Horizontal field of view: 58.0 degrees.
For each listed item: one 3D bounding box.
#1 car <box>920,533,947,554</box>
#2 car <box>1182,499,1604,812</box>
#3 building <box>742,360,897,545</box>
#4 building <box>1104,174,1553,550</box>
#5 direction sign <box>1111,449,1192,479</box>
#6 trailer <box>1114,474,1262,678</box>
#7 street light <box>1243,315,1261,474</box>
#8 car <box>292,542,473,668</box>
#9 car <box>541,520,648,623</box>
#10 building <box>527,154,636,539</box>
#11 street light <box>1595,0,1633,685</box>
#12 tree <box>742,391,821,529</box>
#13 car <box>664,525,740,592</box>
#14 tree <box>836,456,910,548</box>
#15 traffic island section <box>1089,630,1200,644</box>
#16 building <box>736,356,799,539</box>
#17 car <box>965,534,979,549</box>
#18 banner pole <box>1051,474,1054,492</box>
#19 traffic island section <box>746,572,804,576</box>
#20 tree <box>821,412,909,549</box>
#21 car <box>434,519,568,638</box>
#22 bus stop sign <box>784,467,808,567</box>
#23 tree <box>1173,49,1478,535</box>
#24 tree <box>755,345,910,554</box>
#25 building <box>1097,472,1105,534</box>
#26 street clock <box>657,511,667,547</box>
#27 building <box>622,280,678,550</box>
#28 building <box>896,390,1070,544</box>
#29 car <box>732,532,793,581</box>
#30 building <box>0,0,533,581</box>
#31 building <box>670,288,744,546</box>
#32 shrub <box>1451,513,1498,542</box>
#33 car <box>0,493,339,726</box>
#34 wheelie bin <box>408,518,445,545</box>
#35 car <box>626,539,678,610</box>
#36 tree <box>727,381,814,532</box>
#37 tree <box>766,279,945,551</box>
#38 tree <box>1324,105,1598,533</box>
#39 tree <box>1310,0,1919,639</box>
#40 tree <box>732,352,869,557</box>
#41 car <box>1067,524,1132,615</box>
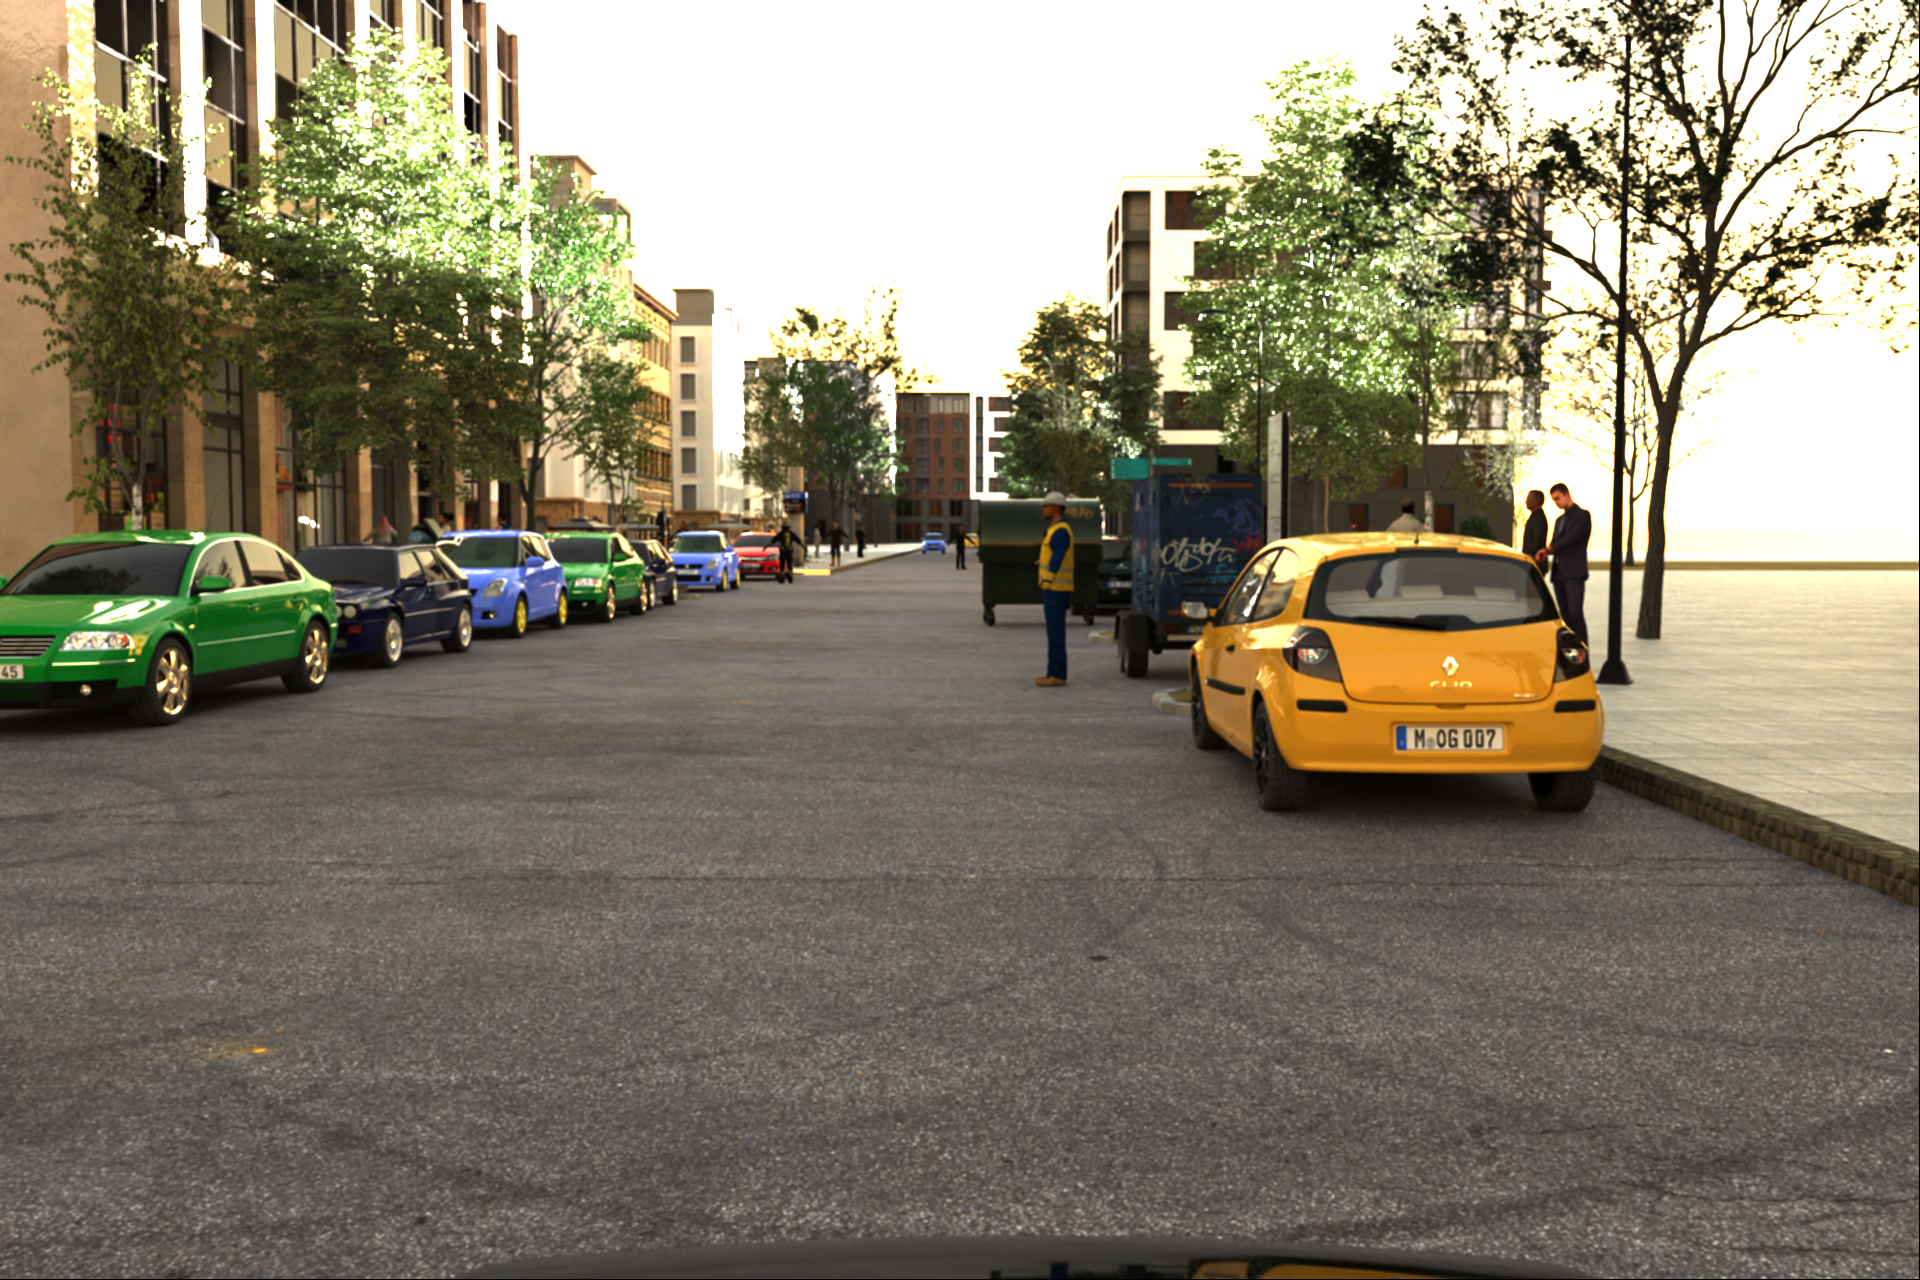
[{"bbox_3d":[-1.934,-7.226,127.741,1.945,1.707,3.694,0,4,1],"label":"car"},{"bbox_3d":[2.402,-0.009,10.364,2.015,1.641,3.980,0,4,0],"label":"car"},{"bbox_3d":[-22.820,-22.976,219.627,27.936,21.610,32.646,0,4,1],"label":"building"},{"bbox_3d":[23.406,-16.580,115.065,27.936,21.610,32.646,0,4,1],"label":"building"},{"bbox_3d":[5.998,-3.981,53.858,2.525,3.948,1.411,0,4,0],"label":"direction sign"},{"bbox_3d":[2.366,-0.689,18.308,1.471,1.999,3.904,0,3,0],"label":"trailer"},{"bbox_3d":[6.719,-3.870,35.814,1.470,5.913,1.316,0,4,1],"label":"street light"},{"bbox_3d":[-6.868,-0.436,19.710,1.945,1.354,3.894,0,4,1],"label":"car"},{"bbox_3d":[-6.485,-1.255,29.310,1.959,1.807,4.718,0,4,0],"label":"car"},{"bbox_3d":[-24.037,-14.150,87.777,16.016,20.090,11.380,0,4,1],"label":"building"},{"bbox_3d":[6.167,-2.579,14.711,1.470,5.913,1.316,0,4,1],"label":"street light"},{"bbox_3d":[-8.712,-8.470,88.847,4.360,8.622,3.978,0,3,0],"label":"tree"},{"bbox_3d":[-6.630,-2.103,43.971,1.945,1.707,3.694,0,4,1],"label":"car"},{"bbox_3d":[-8.224,-13.928,162.134,7.601,10.594,8.767,0,4,-2],"label":"tree"},{"bbox_3d":[2.743,-0.028,23.321,1.991,0.108,1.994,0,4,1],"label":"traffic island section"},{"bbox_3d":[-23.194,-20.133,185.598,16.016,20.090,11.380,0,4,1],"label":"building"},{"bbox_3d":[0.985,-9.248,161.432,2.015,1.641,3.980,0,4,0],"label":"car"},{"bbox_3d":[3.815,-4.980,71.440,0.401,3.779,0.863,0,4,0],"label":"banner pole"},{"bbox_3d":[-6.475,-2.298,60.438,1.991,0.108,1.994,0,4,1],"label":"traffic island section"},{"bbox_3d":[-8.156,-13.469,145.979,9.928,11.665,9.643,0,3,0],"label":"tree"},{"bbox_3d":[-6.846,-0.938,24.933,1.945,1.707,3.694,0,4,1],"label":"car"},{"bbox_3d":[-6.415,-4.815,67.747,0.837,3.901,0.837,0,4,0],"label":"bus stop sign"},{"bbox_3d":[8.770,-7.549,41.554,7.486,12.596,7.792,0,3,0],"label":"tree"},{"bbox_3d":[-8.075,-12.314,111.708,12.009,13.543,11.850,0,3,0],"label":"tree"},{"bbox_3d":[22.083,-16.448,211.069,9.099,9.664,28.070,0,4,1],"label":"building"},{"bbox_3d":[-9.517,-3.108,55.384,0.358,2.002,0.471,0,4,1],"label":"street clock"},{"bbox_3d":[-29.116,-17.091,110.369,19.493,23.208,18.063,0,3,0],"label":"building"},{"bbox_3d":[-0.951,-25.145,257.553,32.646,21.610,27.936,0,4,-1],"label":"building"},{"bbox_3d":[-6.321,-2.790,54.657,2.155,1.783,4.494,0,4,0],"label":"car"},{"bbox_3d":[-29.056,-17.541,53.018,22.709,31.103,35.509,0,4,1],"label":"building"},{"bbox_3d":[-23.660,-17.006,134.464,16.016,20.090,11.380,0,4,2],"label":"building"},{"bbox_3d":[19.225,-3.714,64.763,1.661,2.075,1.752,0,3,0],"label":"shrub"},{"bbox_3d":[-6.735,-0.339,14.345,1.959,1.807,4.718,0,4,1],"label":"car"},{"bbox_3d":[-10.609,-1.634,34.628,0.693,1.594,0.980,0,4,0],"label":"wheelie bin"},{"bbox_3d":[-6.630,-1.299,33.826,1.945,1.354,3.894,0,4,0],"label":"car"},{"bbox_3d":[-8.555,-8.092,82.671,4.360,8.622,3.978,0,3,0],"label":"tree"},{"bbox_3d":[-6.938,-16.602,127.337,12.611,20.169,13.585,0,3,0],"label":"tree"},{"bbox_3d":[8.018,-4.882,30.191,4.360,8.622,3.978,0,3,0],"label":"tree"},{"bbox_3d":[8.327,-5.273,20.625,8.767,10.594,7.601,1,4,18],"label":"tree"},{"bbox_3d":[-9.002,-10.539,98.075,9.928,11.665,9.643,0,3,0],"label":"tree"},{"bbox_3d":[2.813,-1.364,32.081,2.009,1.686,4.222,0,3,0],"label":"car"}]
